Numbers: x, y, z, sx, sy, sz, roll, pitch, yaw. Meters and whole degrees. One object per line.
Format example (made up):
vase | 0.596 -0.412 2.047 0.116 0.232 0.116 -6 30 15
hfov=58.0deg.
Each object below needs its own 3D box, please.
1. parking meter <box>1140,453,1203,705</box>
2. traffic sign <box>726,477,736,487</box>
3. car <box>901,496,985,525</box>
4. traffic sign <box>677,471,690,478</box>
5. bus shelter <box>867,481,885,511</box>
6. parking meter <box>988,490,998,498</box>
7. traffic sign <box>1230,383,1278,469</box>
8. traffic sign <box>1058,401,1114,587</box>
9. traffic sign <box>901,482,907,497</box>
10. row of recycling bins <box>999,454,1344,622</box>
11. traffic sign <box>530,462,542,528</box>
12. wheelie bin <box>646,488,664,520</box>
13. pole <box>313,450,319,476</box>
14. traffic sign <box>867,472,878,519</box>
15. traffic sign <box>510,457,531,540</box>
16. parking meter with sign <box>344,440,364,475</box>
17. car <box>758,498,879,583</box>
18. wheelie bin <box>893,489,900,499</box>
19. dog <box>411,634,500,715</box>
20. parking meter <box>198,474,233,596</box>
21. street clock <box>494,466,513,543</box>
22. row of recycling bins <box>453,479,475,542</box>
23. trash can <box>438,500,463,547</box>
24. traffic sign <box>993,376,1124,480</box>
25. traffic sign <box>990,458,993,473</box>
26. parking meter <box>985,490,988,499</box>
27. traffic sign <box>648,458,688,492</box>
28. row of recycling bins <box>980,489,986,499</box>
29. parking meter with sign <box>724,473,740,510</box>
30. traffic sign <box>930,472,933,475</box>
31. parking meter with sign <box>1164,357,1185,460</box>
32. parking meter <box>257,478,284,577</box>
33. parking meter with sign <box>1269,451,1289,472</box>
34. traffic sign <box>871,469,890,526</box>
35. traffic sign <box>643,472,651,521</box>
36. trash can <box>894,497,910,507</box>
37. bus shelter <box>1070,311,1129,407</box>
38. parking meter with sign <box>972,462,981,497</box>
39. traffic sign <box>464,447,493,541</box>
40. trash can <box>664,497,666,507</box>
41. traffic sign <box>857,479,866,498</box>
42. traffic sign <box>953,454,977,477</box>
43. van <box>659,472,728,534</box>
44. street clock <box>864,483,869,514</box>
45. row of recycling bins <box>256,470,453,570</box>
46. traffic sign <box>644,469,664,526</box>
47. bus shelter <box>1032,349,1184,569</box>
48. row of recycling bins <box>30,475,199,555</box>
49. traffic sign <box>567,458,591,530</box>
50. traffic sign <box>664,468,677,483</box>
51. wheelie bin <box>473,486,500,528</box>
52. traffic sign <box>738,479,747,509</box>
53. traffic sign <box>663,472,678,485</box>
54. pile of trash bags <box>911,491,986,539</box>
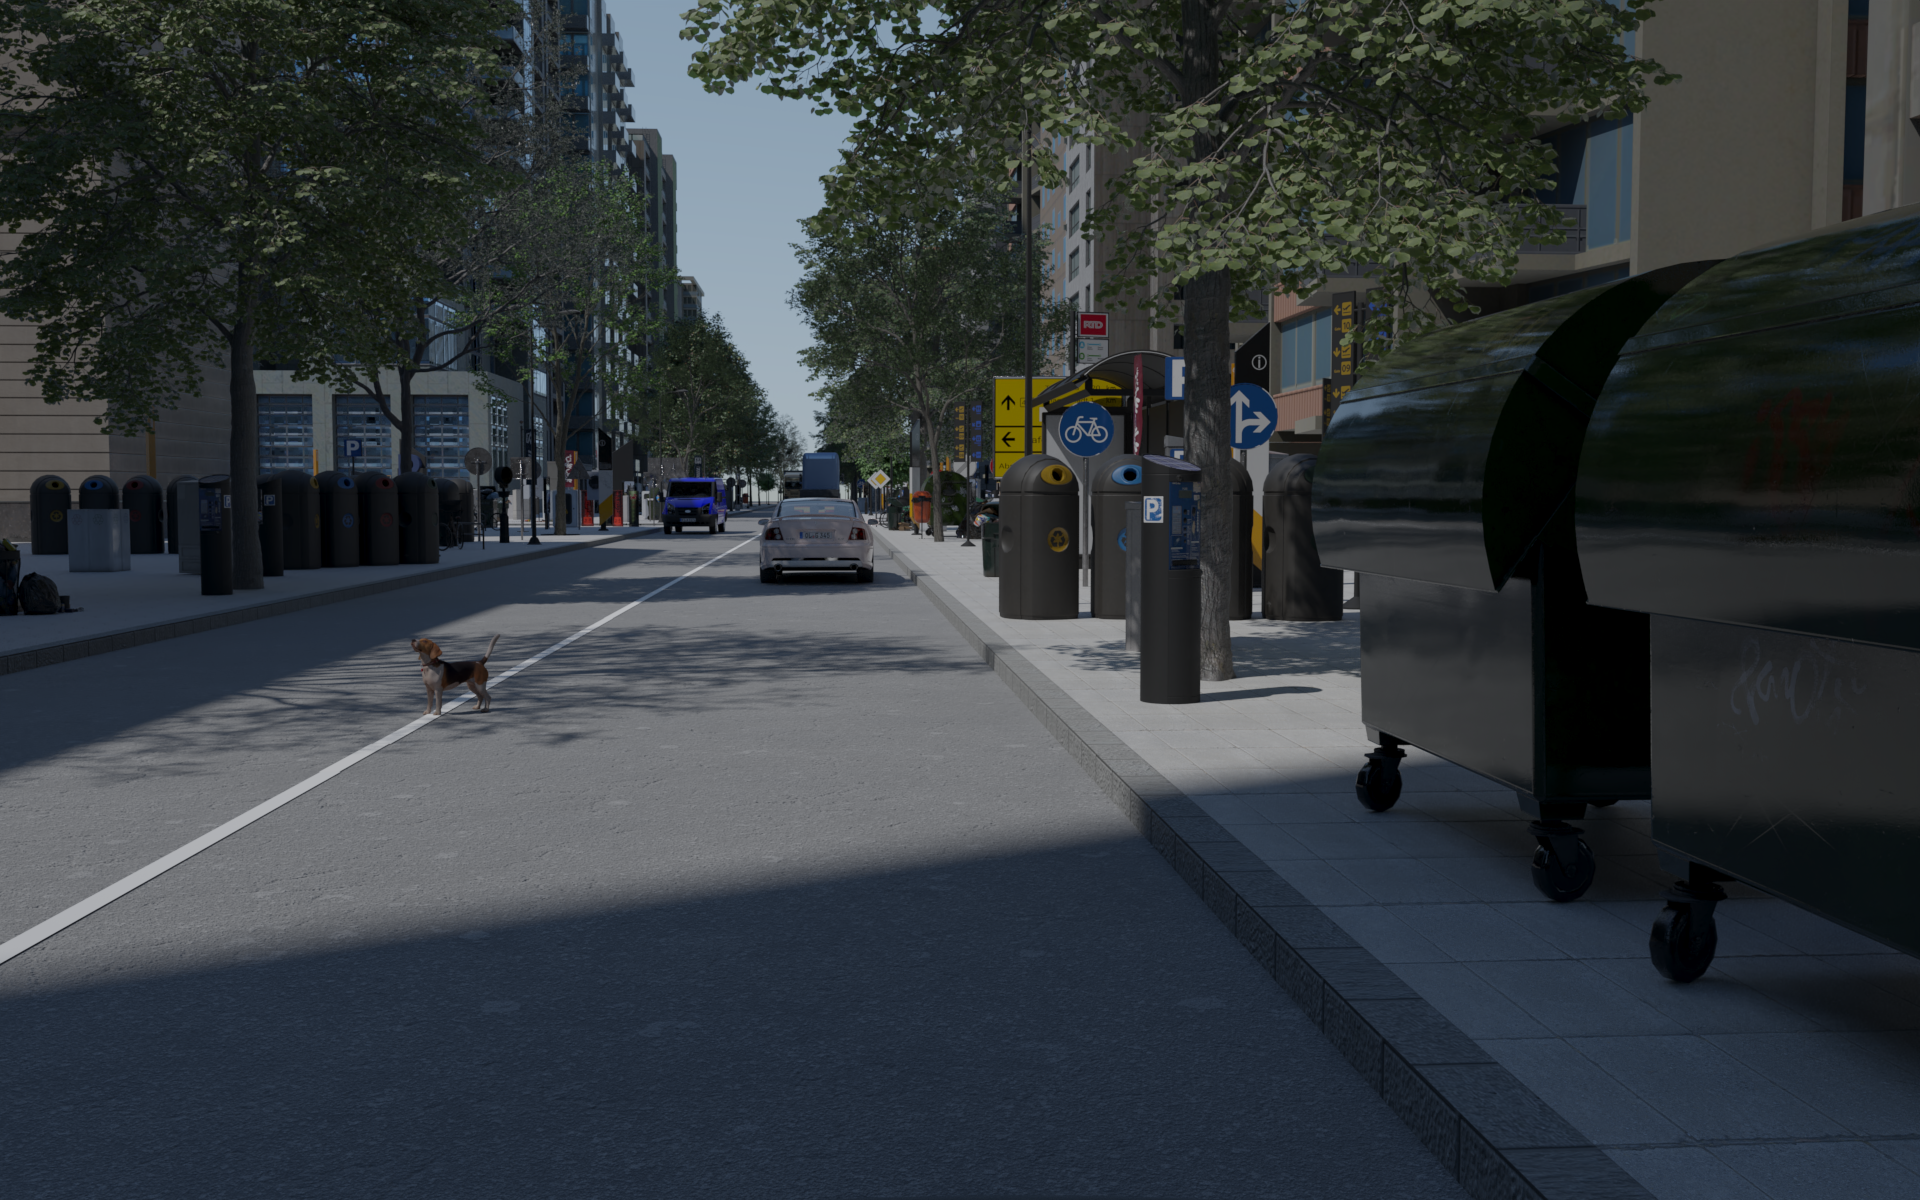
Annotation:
parking meter | 1.302 -0.139 10.691 0.372 1.533 0.369 0 3 0
traffic sign | -17.142 -7.925 129.672 0.768 2.556 0.104 0 4 2
car | -0.542 -3.766 73.373 4.920 1.459 2.131 0 4 -4
traffic sign | -13.717 -5.178 85.837 0.795 2.450 0.064 0 4 -4
bus shelter | -6.470 -9.758 137.182 2.179 5.291 8.768 0 4 -4
parking meter | 2.102 -5.796 103.168 0.372 1.533 0.369 0 3 0
traffic sign | 3.262 -1.214 19.955 0.768 2.556 0.104 0 4 1
traffic sign | 1.737 -1.456 23.910 0.768 2.556 0.104 0 4 0
traffic sign | -3.292 -5.834 97.508 0.606 2.300 0.079 0 4 2
row of recycling bins | 2.156 -0.660 17.902 3.534 1.692 1.069 0 4 4
traffic sign | -15.974 -3.942 64.564 0.768 2.556 0.104 0 4 1
wheelie bin | -14.922 -4.708 84.878 0.980 1.594 0.693 3 5 42
pole | -29.500 -5.232 79.390 0.158 3.312 0.155 0 3 0
traffic sign | -3.778 -4.530 77.715 0.795 2.450 0.064 0 4 -4
traffic sign | -12.208 -2.820 48.231 0.606 2.300 0.079 0 4 1
parking meter with sign | -19.427 -3.667 56.210 0.543 3.016 1.738 0 4 -3
car | -2.408 -1.041 29.386 2.083 1.381 4.827 0 4 -4
wheelie bin | -4.081 -6.430 113.045 0.693 1.594 0.980 -3 5 -42
dog | -3.286 0.488 11.305 0.406 0.507 0.540 0 4 5
parking meter | -9.458 -0.831 22.005 0.372 1.533 0.369 0 3 0
street clock | -11.941 -2.494 45.348 0.358 2.002 0.471 2 4 26
row of recycling bins | -13.793 -2.325 45.128 1.069 1.692 3.534 1 4 16
trash can | -12.555 -1.885 42.481 0.748 1.137 0.748 0 3 0
traffic sign | 1.696 -2.206 29.937 2.265 3.308 0.079 0 4 1
traffic sign | 1.328 -3.343 54.772 0.768 2.556 0.104 0 4 2
parking meter | 1.808 -6.226 110.211 0.372 1.533 0.369 0 3 0
traffic sign | -16.285 -6.285 96.628 2.265 3.308 0.079 0 4 1
row of recycling bins | 1.122 -7.457 129.030 1.069 1.692 3.534 2 4 30
parking meter with sign | -19.175 -9.023 143.789 1.738 3.016 0.543 2 4 25
traffic sign | -1.137 -5.394 88.300 0.768 2.556 0.104 0 4 0
parking meter with sign | 2.947 -1.628 22.887 0.543 3.016 1.738 0 4 5
parking meter | -10.759 -1.137 26.996 0.372 1.533 0.369 0 3 0
parking meter with sign | 5.389 -2.068 30.073 0.543 3.016 1.738 3 4 39
traffic sign | -3.197 -4.043 69.751 0.795 2.450 0.064 0 4 -4
traffic sign | -14.514 -4.829 81.085 0.606 2.300 0.079 0 4 -3
trash can | -3.109 -4.650 87.684 0.748 1.137 0.748 0 3 0
bus shelter | 2.390 -3.551 35.683 2.179 5.291 8.768 0 4 -4
parking meter with sign | 0.733 -5.185 81.040 0.543 3.016 1.738 1 4 9
traffic sign | -13.094 -2.874 47.099 0.768 2.556 0.104 0 4 0
trash can | -14.871 -4.720 88.823 0.748 1.137 0.748 0 3 0
traffic sign | -8.372 -8.994 147.157 0.768 2.556 0.104 0 4 -3
traffic sign | 0.148 -3.350 54.879 0.768 2.556 0.104 0 4 4
van | -9.700 -3.614 63.480 2.240 2.365 5.245 0 4 -3
street clock | -5.906 -6.382 108.910 0.358 2.002 0.471 0 4 -1
row of recycling bins | -10.768 -1.445 30.745 1.069 1.692 3.534 2 4 29
traffic sign | -12.219 -4.005 69.116 0.795 2.450 0.064 0 4 -4
bus shelter | 2.357 -2.024 27.024 2.014 3.302 5.546 0 4 -4
row of recycling bins | -18.027 -1.837 37.140 3.534 1.692 1.069 -1 4 -11
traffic sign | -13.675 -3.800 62.140 0.884 2.594 0.081 0 4 3
traffic sign | -14.387 -5.298 86.625 0.884 2.594 0.081 0 4 -4
wheelie bin | -17.897 -3.534 65.687 0.980 1.594 0.693 0 3 0
traffic sign | -18.561 -9.021 147.604 0.768 2.556 0.104 0 4 -3
traffic sign | -12.800 -4.492 77.080 0.795 2.450 0.064 0 4 -4
pile of trash bags | 0.321 -2.439 49.637 3.447 1.369 1.912 0 4 0
